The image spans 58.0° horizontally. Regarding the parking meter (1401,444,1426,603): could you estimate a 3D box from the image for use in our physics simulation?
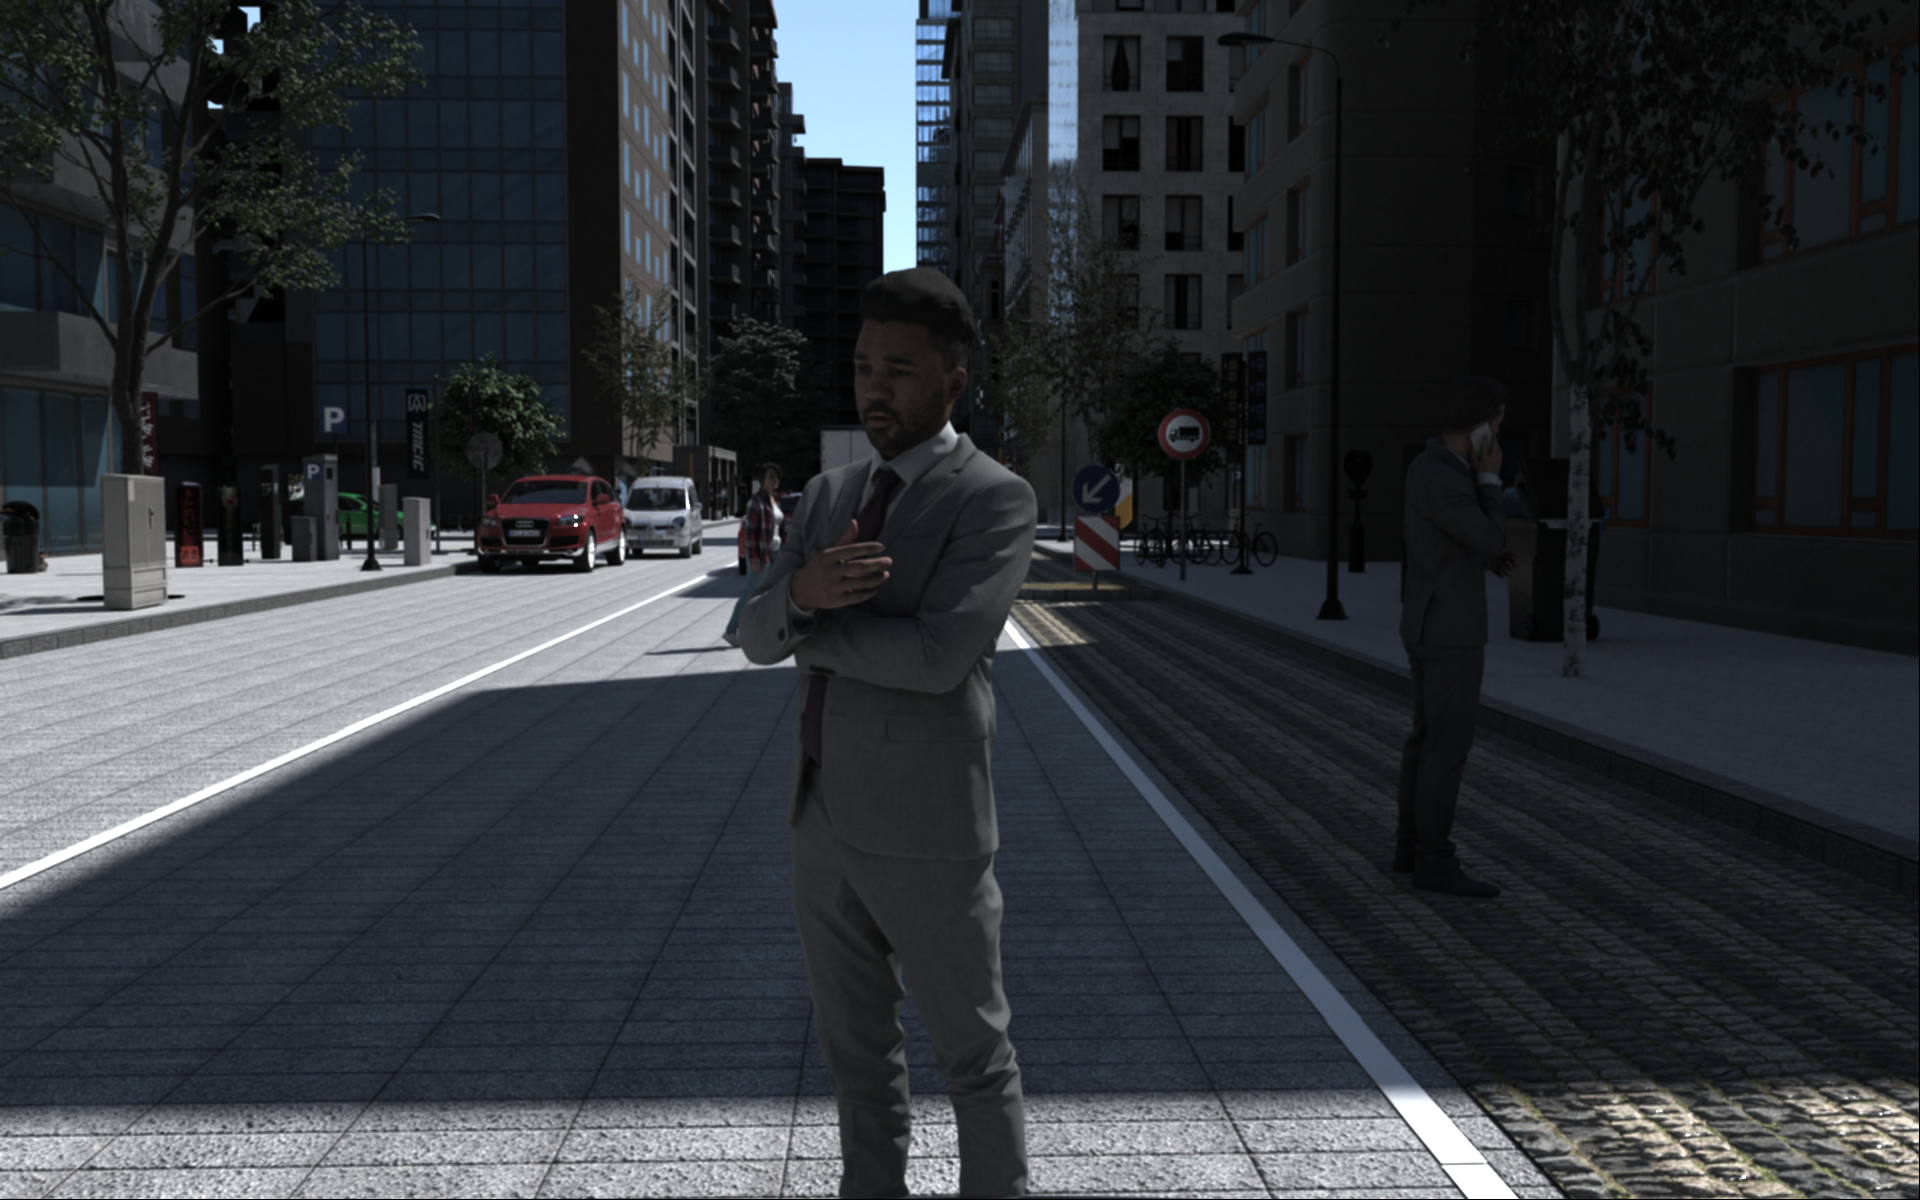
[{"bbox_3d":[5.423,-0.902,20.455,0.399,1.863,0.255,-3,5,-44],"label":"parking meter"}]

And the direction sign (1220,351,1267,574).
[{"bbox_3d":[4.529,-2.185,27.723,0.379,3.537,0.876,-3,5,-44],"label":"direction sign"}]

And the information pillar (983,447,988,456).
[{"bbox_3d":[1.206,-5.810,86.350,0.504,3.616,0.183,3,5,42],"label":"information pillar"}]

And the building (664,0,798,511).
[{"bbox_3d":[-26.263,-44.556,166.745,20.563,71.187,20.611,0,4,-2],"label":"building"}]

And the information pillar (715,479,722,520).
[{"bbox_3d":[-11.957,-4.945,85.342,0.304,2.012,0.304,2,4,32],"label":"information pillar"}]

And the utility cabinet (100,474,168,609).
[{"bbox_3d":[-9.293,-0.664,19.534,0.318,1.500,1.173,0,4,-7],"label":"utility cabinet"}]

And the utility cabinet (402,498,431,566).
[{"bbox_3d":[-9.779,-1.227,31.228,0.306,1.237,1.020,0,4,-6],"label":"utility cabinet"}]

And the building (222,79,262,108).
[{"bbox_3d":[-76.848,-38.869,224.744,27.495,52.752,28.713,0,4,-2],"label":"building"}]

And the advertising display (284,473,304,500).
[{"bbox_3d":[-20.266,-2.922,52.985,0.123,1.923,0.974,1,4,19],"label":"advertising display"}]

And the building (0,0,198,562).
[{"bbox_3d":[-32.135,-25.162,31.012,30.456,49.044,23.786,0,4,-2],"label":"building"}]

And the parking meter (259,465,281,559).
[{"bbox_3d":[-13.607,-1.739,34.148,0.255,1.863,0.399,0,4,-1],"label":"parking meter"}]

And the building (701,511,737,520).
[{"bbox_3d":[-23.184,-40.164,94.936,20.563,71.187,20.611,0,4,-2],"label":"building"}]

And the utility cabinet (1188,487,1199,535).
[{"bbox_3d":[7.326,-2.805,54.545,0.318,1.500,1.173,0,4,6],"label":"utility cabinet"}]

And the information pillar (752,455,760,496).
[{"bbox_3d":[-12.356,-6.958,105.118,0.504,3.616,0.183,1,4,11],"label":"information pillar"}]

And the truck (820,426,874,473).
[{"bbox_3d":[-4.499,-5.351,76.395,2.839,4.237,11.283,0,4,0],"label":"truck"}]

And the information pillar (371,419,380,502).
[{"bbox_3d":[-18.252,-3.828,53.943,0.504,3.616,0.183,2,4,32],"label":"information pillar"}]

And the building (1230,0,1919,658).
[{"bbox_3d":[20.834,-11.132,27.045,27.650,21.520,28.899,0,4,-2],"label":"building"}]

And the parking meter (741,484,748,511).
[{"bbox_3d":[-12.078,-5.581,96.959,0.255,1.863,0.399,-3,4,-38],"label":"parking meter"}]

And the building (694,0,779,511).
[{"bbox_3d":[-26.392,-29.836,142.448,22.147,44.769,28.867,0,4,-2],"label":"building"}]

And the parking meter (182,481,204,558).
[{"bbox_3d":[-15.390,-1.610,34.734,0.372,1.533,0.369,0,3,0],"label":"parking meter"}]

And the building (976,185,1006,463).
[{"bbox_3d":[8.347,-17.942,112.438,14.460,24.649,34.723,0,4,-2],"label":"building"}]

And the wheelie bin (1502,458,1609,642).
[{"bbox_3d":[5.183,-0.450,15.273,0.980,1.594,0.693,-1,4,-9],"label":"wheelie bin"}]

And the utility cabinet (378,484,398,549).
[{"bbox_3d":[-13.300,-1.930,40.228,0.318,1.500,1.173,-2,4,-24],"label":"utility cabinet"}]

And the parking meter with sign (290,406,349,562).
[{"bbox_3d":[-12.349,-2.270,33.371,0.543,3.016,1.738,0,4,2],"label":"parking meter with sign"}]

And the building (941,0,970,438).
[{"bbox_3d":[12.642,-36.774,190.491,28.713,52.752,27.495,0,4,-2],"label":"building"}]

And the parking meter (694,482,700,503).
[{"bbox_3d":[-12.716,-4.780,83.866,0.255,1.863,0.399,0,4,-3],"label":"parking meter"}]

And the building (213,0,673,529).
[{"bbox_3d":[-19.433,-25.598,68.640,14.600,45.320,14.200,0,4,-2],"label":"building"}]

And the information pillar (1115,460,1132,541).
[{"bbox_3d":[4.438,-3.408,47.079,0.504,3.616,0.183,2,4,31],"label":"information pillar"}]

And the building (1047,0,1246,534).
[{"bbox_3d":[11.921,-12.573,60.314,16.860,20.320,10.420,0,4,-2],"label":"building"}]

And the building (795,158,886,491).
[{"bbox_3d":[-23.964,-34.793,223.487,28.867,44.769,22.147,0,4,-2],"label":"building"}]

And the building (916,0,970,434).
[{"bbox_3d":[5.928,-55.731,223.871,31.000,86.520,22.319,0,4,-2],"label":"building"}]

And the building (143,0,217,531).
[{"bbox_3d":[-34.487,-25.065,59.929,14.200,45.320,14.600,0,4,-2],"label":"building"}]

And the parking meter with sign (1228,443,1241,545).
[{"bbox_3d":[7.023,-2.887,43.463,0.543,3.016,1.738,1,4,18],"label":"parking meter with sign"}]

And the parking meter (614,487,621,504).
[{"bbox_3d":[-12.002,-3.181,60.425,0.372,1.533,0.369,0,3,0],"label":"parking meter"}]

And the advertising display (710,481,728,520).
[{"bbox_3d":[-12.071,-4.988,86.760,0.974,1.923,0.123,1,4,16],"label":"advertising display"}]

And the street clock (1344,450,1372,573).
[{"bbox_3d":[6.495,-1.452,28.305,0.358,2.002,0.471,-1,4,-23],"label":"street clock"}]

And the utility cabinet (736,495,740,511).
[{"bbox_3d":[-16.514,-7.151,128.079,0.306,1.237,1.020,-1,4,-20],"label":"utility cabinet"}]

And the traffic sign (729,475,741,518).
[{"bbox_3d":[-11.892,-5.466,91.501,0.606,2.300,0.079,0,4,6],"label":"traffic sign"}]

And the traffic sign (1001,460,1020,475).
[{"bbox_3d":[1.843,-3.953,64.745,0.768,2.556,0.104,0,4,-1],"label":"traffic sign"}]

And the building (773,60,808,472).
[{"bbox_3d":[-32.407,-34.958,191.176,30.456,49.044,23.786,0,4,-2],"label":"building"}]

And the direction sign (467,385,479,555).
[{"bbox_3d":[-10.182,-2.712,36.334,0.379,3.537,0.876,-2,4,-27],"label":"direction sign"}]

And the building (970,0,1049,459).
[{"bbox_3d":[7.764,-27.971,140.914,14.154,41.232,14.086,0,4,-2],"label":"building"}]

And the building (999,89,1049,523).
[{"bbox_3d":[7.358,-14.436,85.175,9.793,20.994,18.267,0,4,-2],"label":"building"}]
